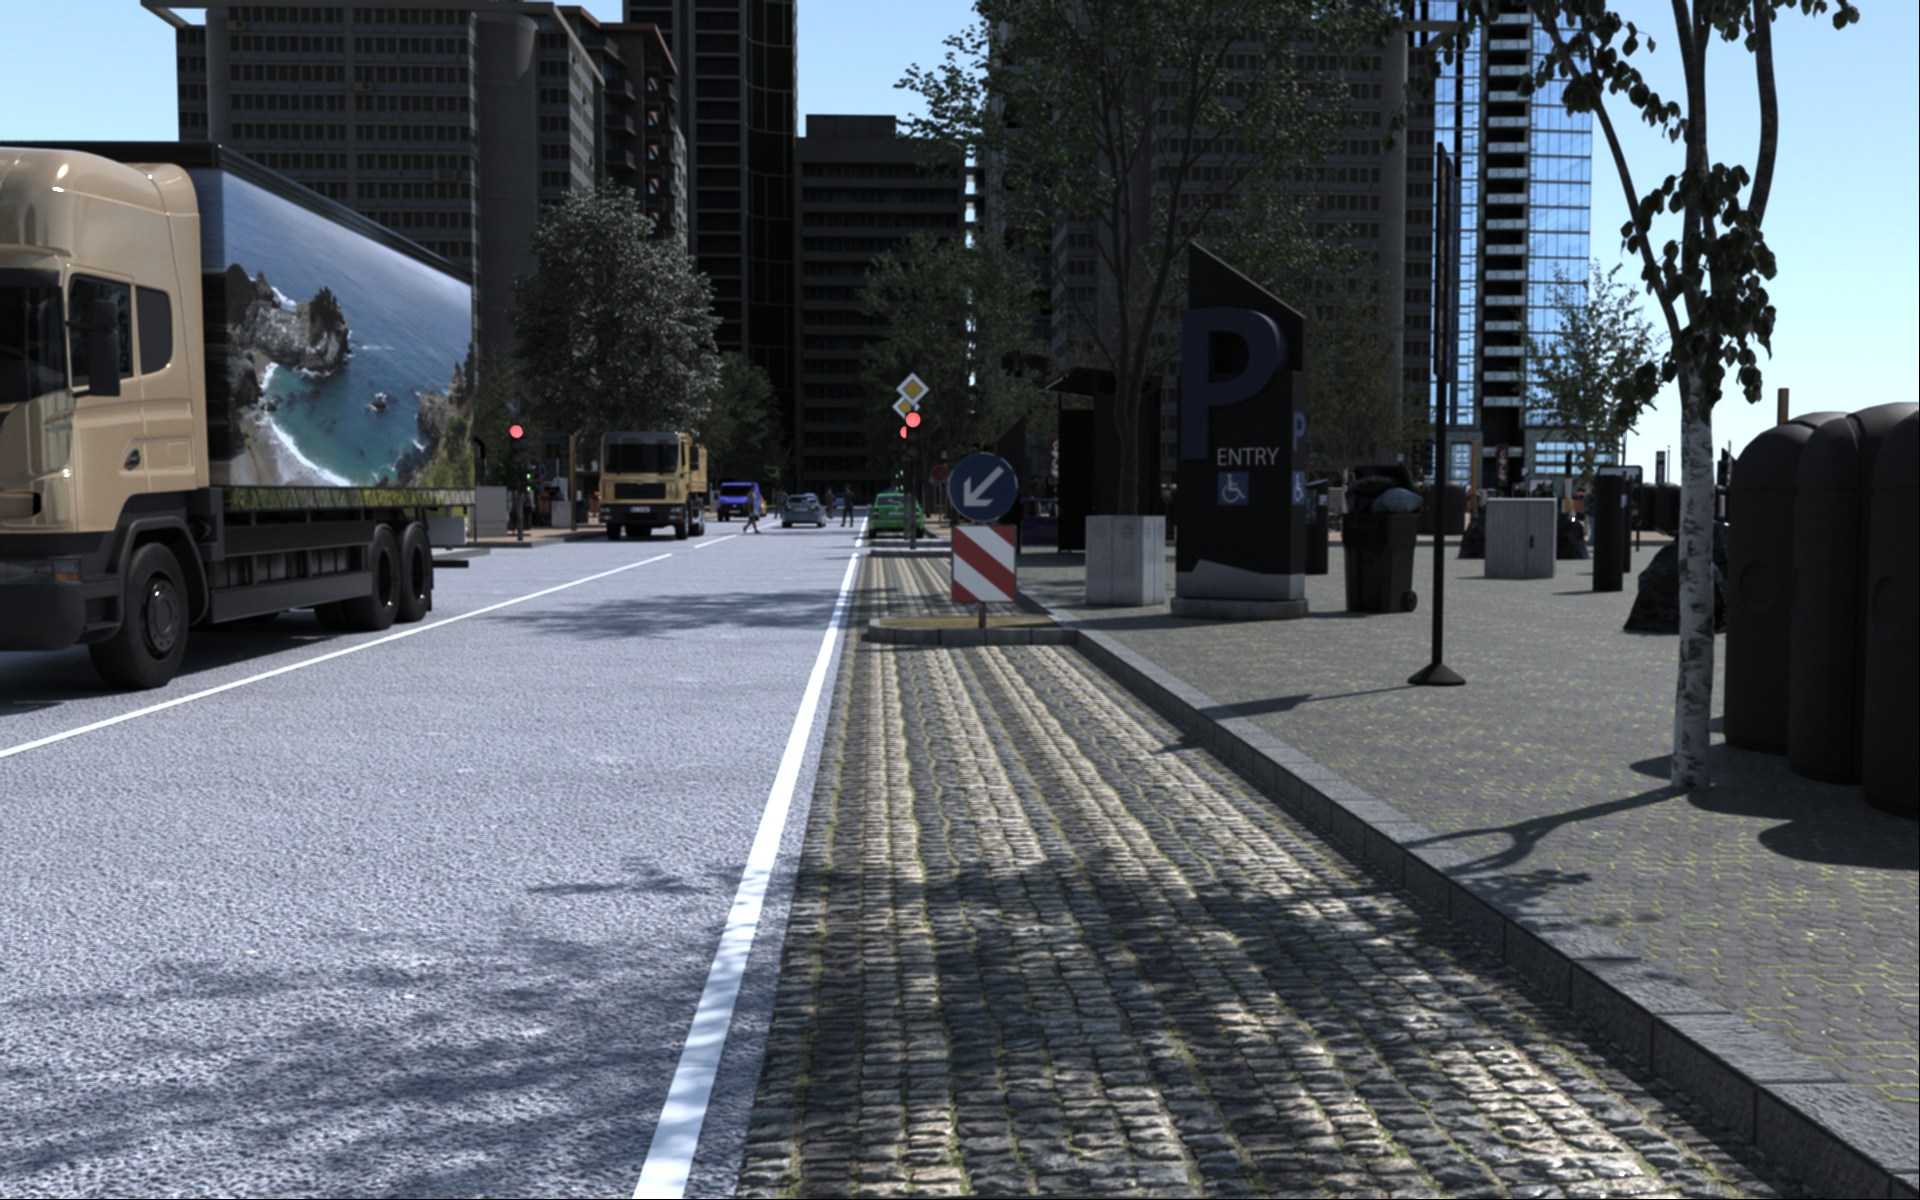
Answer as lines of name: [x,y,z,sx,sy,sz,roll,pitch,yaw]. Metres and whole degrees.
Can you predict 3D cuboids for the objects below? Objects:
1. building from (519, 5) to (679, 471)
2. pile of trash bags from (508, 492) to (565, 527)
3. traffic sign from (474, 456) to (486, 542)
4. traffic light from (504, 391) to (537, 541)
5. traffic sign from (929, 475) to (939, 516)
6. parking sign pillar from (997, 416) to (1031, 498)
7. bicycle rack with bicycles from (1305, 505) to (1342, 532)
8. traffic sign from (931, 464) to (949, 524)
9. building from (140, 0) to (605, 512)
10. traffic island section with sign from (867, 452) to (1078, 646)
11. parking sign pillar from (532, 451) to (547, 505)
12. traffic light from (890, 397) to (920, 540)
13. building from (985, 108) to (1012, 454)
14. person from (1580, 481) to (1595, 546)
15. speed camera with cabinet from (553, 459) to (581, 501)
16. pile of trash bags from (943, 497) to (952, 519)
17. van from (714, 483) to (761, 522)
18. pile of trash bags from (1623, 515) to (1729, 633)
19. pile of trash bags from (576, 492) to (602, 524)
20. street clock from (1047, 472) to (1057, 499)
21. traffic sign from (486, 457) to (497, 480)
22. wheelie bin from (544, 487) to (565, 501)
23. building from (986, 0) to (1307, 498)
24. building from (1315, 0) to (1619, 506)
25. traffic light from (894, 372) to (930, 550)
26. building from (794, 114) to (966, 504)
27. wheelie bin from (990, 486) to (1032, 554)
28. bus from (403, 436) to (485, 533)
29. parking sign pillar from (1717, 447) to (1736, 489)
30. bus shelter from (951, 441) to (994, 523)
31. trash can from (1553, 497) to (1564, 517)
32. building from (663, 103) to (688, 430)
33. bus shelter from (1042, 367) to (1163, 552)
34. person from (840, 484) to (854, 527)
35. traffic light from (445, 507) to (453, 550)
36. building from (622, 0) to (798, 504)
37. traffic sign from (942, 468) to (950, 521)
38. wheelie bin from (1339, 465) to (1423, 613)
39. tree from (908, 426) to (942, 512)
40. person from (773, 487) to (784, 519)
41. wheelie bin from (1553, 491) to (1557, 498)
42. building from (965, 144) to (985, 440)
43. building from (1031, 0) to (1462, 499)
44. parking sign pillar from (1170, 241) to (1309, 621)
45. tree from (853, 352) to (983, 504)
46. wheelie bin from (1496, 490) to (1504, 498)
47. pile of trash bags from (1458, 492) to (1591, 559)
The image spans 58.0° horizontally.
building: [-37.795,-30.865,159.265,22.147,44.769,28.867,0,4,-3]
pile of trash bags: [-16.809,-3.611,68.795,1.912,1.369,3.447,-2,4,-26]
traffic sign: [-13.066,-2.722,46.642,0.606,2.300,0.079,0,4,6]
traffic light: [-12.053,-3.579,47.431,0.839,4.253,0.868,0,4,-3]
traffic sign: [-1.433,-6.195,101.391,0.768,2.556,0.104,0,4,5]
parking sign pillar: [1.882,-4.399,60.396,1.447,3.967,1.447,-3,5,-41]
bicycle rack with bicycles: [12.092,-2.738,58.152,2.925,0.926,2.852,-1,4,-13]
traffic sign: [-0.856,-4.528,74.134,0.768,2.556,0.104,0,4,4]
building: [-41.294,-26.969,132.816,32.217,40.220,23.993,0,4,-3]
traffic island section with sign: [0.075,-0.526,17.222,1.989,1.847,2.006,0,4,-3]
parking sign pillar: [-26.667,-7.424,109.851,1.447,3.967,1.447,1,4,9]
traffic light: [-1.506,-3.612,47.972,0.839,4.253,0.868,0,4,-3]
building: [9.551,-30.583,183.628,14.154,41.232,14.086,0,4,-3]
person: [16.486,-2.210,44.975,0.721,1.781,0.623,3,5,42]
speed camera with cabinet: [-22.072,-6.301,97.362,0.660,3.252,2.038,-3,5,-44]
pile of trash bags: [-0.007,-4.834,88.781,1.912,1.369,3.447,1,4,12]
van: [-11.647,-5.317,91.320,2.240,2.365,5.245,0,4,-2]
pile of trash bags: [8.103,-0.429,16.767,3.447,1.369,1.912,-3,4,-37]
pile of trash bags: [-16.730,-3.994,75.057,3.447,1.369,1.912,3,4,38]
street clock: [3.037,-3.198,56.858,0.358,2.002,0.471,-1,4,-13]
traffic sign: [-14.680,-3.246,54.255,0.795,2.450,0.064,0,4,5]
wheelie bin: [-17.020,-3.946,72.419,0.980,1.594,0.693,0,4,-7]
building: [16.910,-35.084,162.866,28.713,52.752,27.495,0,4,-3]
building: [51.785,-53.136,181.443,31.000,86.520,22.319,0,4,-3]
traffic light: [-1.107,-3.124,39.997,0.839,4.253,0.868,0,4,-3]
building: [-10.345,-36.765,224.808,21.600,48.544,21.300,0,4,-3]
wheelie bin: [0.997,-1.795,37.251,0.693,1.594,0.980,-1,4,-18]
bus: [-18.423,-3.178,43.513,12.252,3.916,2.896,0,4,-4]
parking sign pillar: [44.073,-6.788,99.460,1.447,3.967,1.447,-1,4,-16]
bus shelter: [0.577,-5.389,79.385,1.731,3.624,6.357,0,4,-3]
trash can: [26.829,-4.067,78.151,0.748,1.137,0.748,0,3,0]
building: [-36.078,-30.523,182.637,14.086,41.232,14.154,0,4,-3]
bus shelter: [2.815,-2.679,35.093,1.731,3.624,6.357,0,4,-3]
person: [-4.942,-4.129,75.778,0.659,1.850,0.755,-3,4,-38]
traffic light: [-11.654,-3.091,39.456,0.839,4.253,0.868,0,4,-3]
building: [-31.346,-47.906,221.519,20.611,71.187,20.563,0,4,-3]
traffic sign: [-0.664,-5.122,83.848,0.768,2.556,0.104,0,4,2]
wheelie bin: [4.582,-0.670,18.855,0.693,1.594,0.980,-3,5,-44]
tree: [-2.591,-10.607,123.791,4.737,8.622,4.395,0,3,0]
person: [-10.576,-5.676,101.113,0.655,1.846,0.447,-1,4,-11]
wheelie bin: [38.998,-6.512,114.386,0.693,1.594,0.980,3,4,37]
building: [15.627,-37.156,227.104,30.456,49.044,23.786,0,4,-3]
building: [20.126,-27.258,137.557,32.217,40.220,23.993,0,4,-3]
parking sign pillar: [2.944,-1.815,18.142,1.447,3.967,1.447,2,4,33]
tree: [-3.410,-13.800,135.994,12.009,13.543,11.850,0,3,0]
wheelie bin: [37.326,-6.867,120.178,0.693,1.594,0.980,3,5,40]
pile of trash bags: [11.869,-1.526,34.700,3.447,1.369,1.912,-1,4,-18]
